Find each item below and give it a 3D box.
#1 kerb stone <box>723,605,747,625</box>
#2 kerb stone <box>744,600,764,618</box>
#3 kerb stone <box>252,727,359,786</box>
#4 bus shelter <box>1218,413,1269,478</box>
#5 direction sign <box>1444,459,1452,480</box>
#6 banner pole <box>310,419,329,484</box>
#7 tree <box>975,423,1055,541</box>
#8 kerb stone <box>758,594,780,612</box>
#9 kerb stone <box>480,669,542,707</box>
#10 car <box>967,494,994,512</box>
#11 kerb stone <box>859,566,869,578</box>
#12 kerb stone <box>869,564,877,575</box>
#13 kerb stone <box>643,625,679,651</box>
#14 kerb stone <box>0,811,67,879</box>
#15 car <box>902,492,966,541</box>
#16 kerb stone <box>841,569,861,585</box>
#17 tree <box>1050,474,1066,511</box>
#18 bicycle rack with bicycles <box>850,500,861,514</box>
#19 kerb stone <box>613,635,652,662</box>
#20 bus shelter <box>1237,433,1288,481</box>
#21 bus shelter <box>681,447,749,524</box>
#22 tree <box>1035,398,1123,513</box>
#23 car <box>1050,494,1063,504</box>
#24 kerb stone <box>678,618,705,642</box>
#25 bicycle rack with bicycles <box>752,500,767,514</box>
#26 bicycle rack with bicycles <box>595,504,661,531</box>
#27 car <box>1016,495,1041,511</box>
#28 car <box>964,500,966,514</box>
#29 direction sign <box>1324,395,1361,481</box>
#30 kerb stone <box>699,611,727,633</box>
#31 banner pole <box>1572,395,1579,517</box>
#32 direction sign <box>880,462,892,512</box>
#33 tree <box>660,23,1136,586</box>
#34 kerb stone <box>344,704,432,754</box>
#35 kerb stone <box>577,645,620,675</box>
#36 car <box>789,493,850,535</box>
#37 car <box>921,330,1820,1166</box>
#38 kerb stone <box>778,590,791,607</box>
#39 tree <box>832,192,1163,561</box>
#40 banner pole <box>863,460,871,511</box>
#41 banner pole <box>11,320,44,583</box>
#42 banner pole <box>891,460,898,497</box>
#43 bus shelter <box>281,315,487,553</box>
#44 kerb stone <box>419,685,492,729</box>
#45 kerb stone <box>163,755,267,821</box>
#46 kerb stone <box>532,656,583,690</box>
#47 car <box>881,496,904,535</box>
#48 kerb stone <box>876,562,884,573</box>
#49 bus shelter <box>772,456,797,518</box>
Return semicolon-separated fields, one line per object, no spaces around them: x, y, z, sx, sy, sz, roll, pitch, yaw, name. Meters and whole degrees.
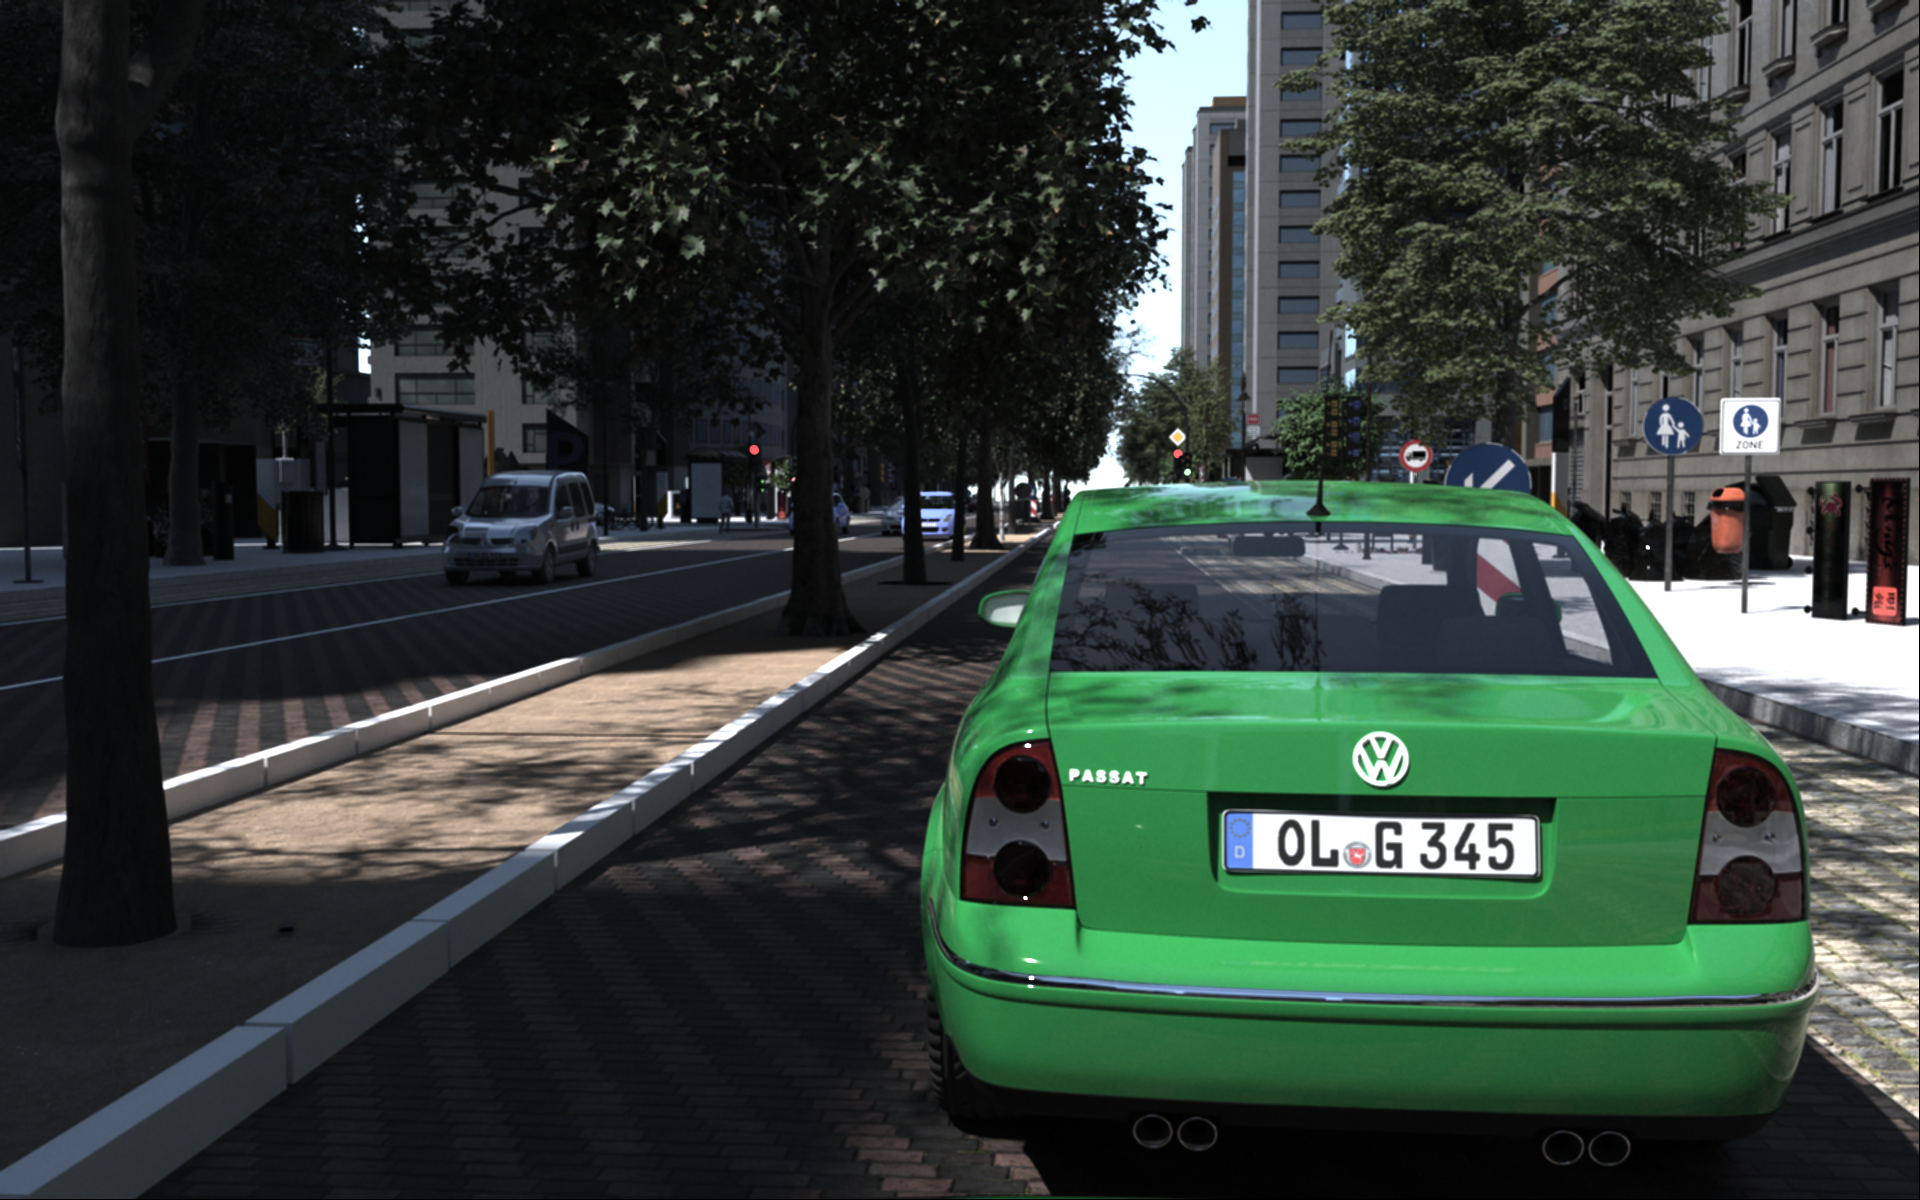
-2.548;0.185;19.169;0.120;0.150;1.000;0;4;5;kerb stone
-2.471;0.130;20.189;0.120;0.150;1.000;0;4;5;kerb stone
-3.392;0.811;8.941;0.120;0.150;1.000;0;4;5;kerb stone
13.675;-6.500;83.913;2.179;5.291;8.768;0;4;5;bus shelter
31.455;-7.276;110.967;0.876;3.537;0.379;0;4;6;direction sign
-18.541;-3.702;50.538;0.863;3.779;0.401;-3;4;-38;banner pole
1.272;-6.065;51.975;4.360;8.622;3.978;0;3;0;tree
-2.390;0.061;21.207;0.120;0.150;1.000;0;4;5;kerb stone
-3.141;0.623;12.015;0.120;0.150;1.000;0;4;5;kerb stone
1.623;-7.775;136.154;2.155;1.783;4.494;0;4;4;car
-1.714;-0.441;29.408;0.120;0.150;1.000;0;4;5;kerb stone
-1.633;-0.503;30.432;0.120;0.150;1.000;0;4;5;kerb stone
-2.812;0.373;16.095;0.120;0.150;1.000;0;4;5;kerb stone
-3.568;0.935;6.903;0.120;0.150;1.000;0;4;5;kerb stone
-0.801;-2.723;54.118;1.945;1.707;3.694;0;4;6;car
-1.795;-0.379;28.386;0.120;0.150;1.000;0;4;5;kerb stone
8.755;-11.811;145.932;4.737;8.622;4.395;0;3;0;tree
-7.223;-5.931;110.353;2.852;0.926;2.925;1;4;10;bicycle rack with bicycles
-2.893;0.441;15.075;0.120;0.150;1.000;0;4;5;kerb stone
10.729;-4.017;59.596;2.014;3.302;5.546;0;4;5;bus shelter
-10.776;-5.099;77.285;2.014;3.302;5.546;0;4;5;bus shelter
7.424;-13.485;129.593;9.857;13.997;8.962;0;3;0;tree
11.582;-12.347;210.919;2.155;1.783;4.494;0;4;3;car
-2.720;0.316;17.114;0.120;0.150;1.000;0;4;5;kerb stone
-12.102;-6.065;112.543;2.925;0.926;2.852;1;4;16;bicycle rack with bicycles
-12.040;-2.966;61.880;2.925;0.926;2.852;-2;4;-29;bicycle rack with bicycles
5.773;-8.357;145.672;2.155;1.783;4.494;0;4;3;car
-0.639;-6.253;114.033;2.131;1.459;4.920;0;4;3;car
8.790;-2.927;39.851;0.876;3.537;0.379;-1;4;-11;direction sign
-2.637;0.248;18.139;0.120;0.150;1.000;0;4;5;kerb stone
15.486;-3.279;43.623;0.401;3.779;0.863;1;4;19;banner pole
-5.244;-7.977;122.413;0.876;3.537;0.379;0;4;3;direction sign
-0.813;-6.047;27.079;9.928;11.665;9.643;0;3;0;tree
-3.308;0.748;9.967;0.120;0.150;1.000;0;4;5;kerb stone
-2.975;0.504;14.056;0.120;0.150;1.000;0;4;5;kerb stone
-5.009;-3.192;61.781;1.945;1.707;3.694;0;4;6;car
0.970;0.216;5.259;1.959;1.807;4.718;0;4;6;car
-2.296;-0.001;22.226;0.120;0.150;1.000;0;4;5;kerb stone
-0.104;-6.067;36.066;8.767;10.594;7.601;0;4;5;tree
-6.819;-8.454;128.247;0.863;3.779;0.401;3;4;37;banner pole
-13.414;-2.124;24.742;0.401;3.779;0.863;-1;4;-18;banner pole
-4.775;-8.398;127.317;0.863;3.779;0.401;3;4;36;banner pole
-13.770;-3.911;41.582;2.179;5.291;8.768;0;4;5;bus shelter
-3.221;0.685;10.996;0.120;0.150;1.000;0;4;5;kerb stone
-3.481;0.873;7.921;0.120;0.150;1.000;0;4;5;kerb stone
-3.063;0.560;13.037;0.120;0.150;1.000;0;4;5;kerb stone
-1.659;-3.021;61.757;2.083;1.381;4.827;0;4;5;car
-1.552;-0.566;31.451;0.120;0.150;1.000;0;4;5;kerb stone
-8.923;-6.108;93.782;2.014;3.302;5.546;0;4;5;bus shelter
